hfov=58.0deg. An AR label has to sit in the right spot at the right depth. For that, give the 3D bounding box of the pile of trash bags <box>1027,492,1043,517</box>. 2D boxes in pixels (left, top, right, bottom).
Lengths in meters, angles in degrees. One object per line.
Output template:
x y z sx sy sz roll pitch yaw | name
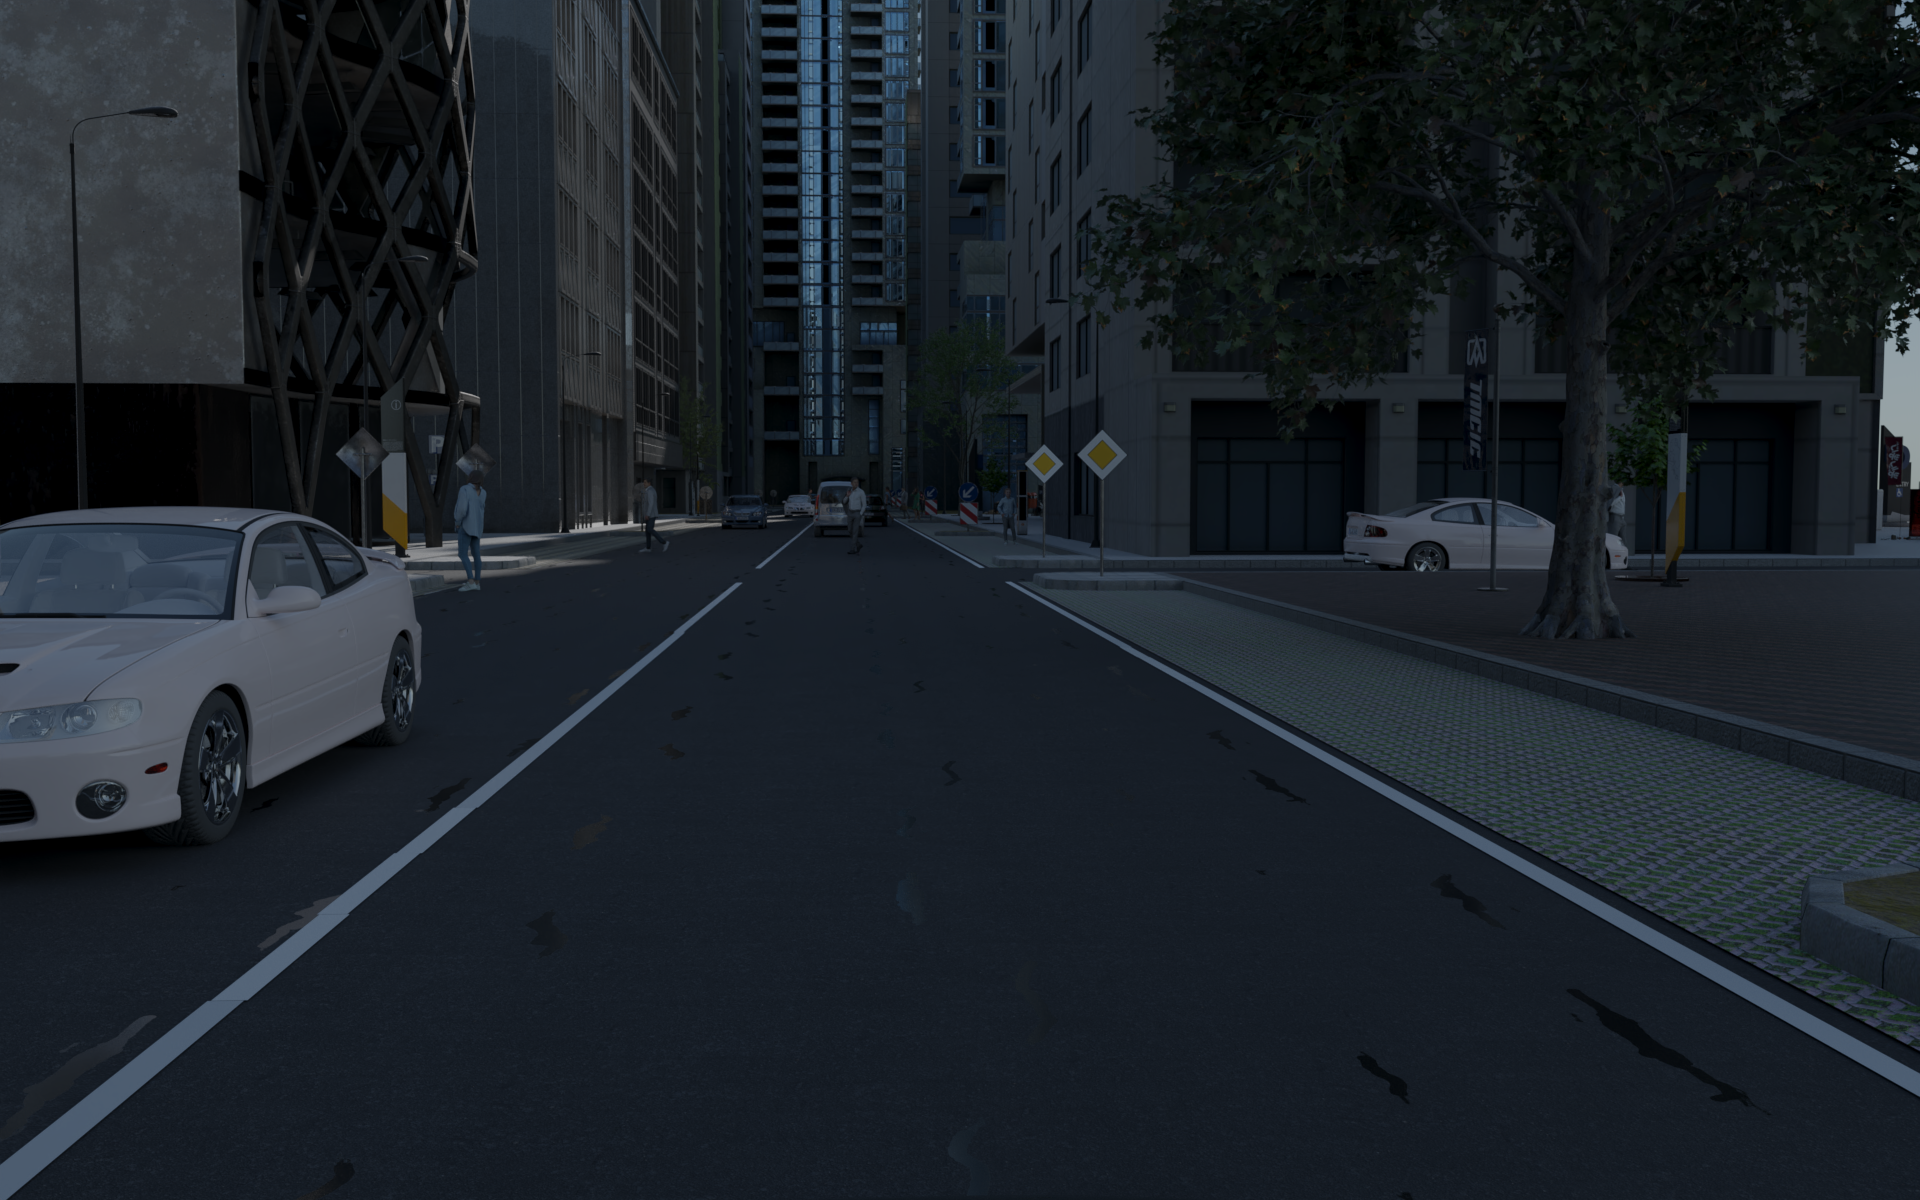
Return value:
4.975 -5.606 101.402 1.912 1.369 3.447 2 4 31 | pile of trash bags

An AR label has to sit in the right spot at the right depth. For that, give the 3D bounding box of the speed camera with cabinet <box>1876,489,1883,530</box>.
31.741 -4.076 60.973 2.038 3.252 0.660 -3 4 -36 | speed camera with cabinet

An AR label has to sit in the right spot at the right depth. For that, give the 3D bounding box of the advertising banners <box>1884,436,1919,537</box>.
28.789 -3.409 51.918 0.090 3.025 2.074 -3 5 -45 | advertising banners

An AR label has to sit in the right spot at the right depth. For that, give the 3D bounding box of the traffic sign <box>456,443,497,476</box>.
-9.533 -1.867 34.161 0.795 2.450 0.064 0 4 -4 | traffic sign

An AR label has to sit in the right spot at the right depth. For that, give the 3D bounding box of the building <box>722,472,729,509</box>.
-34.549 -27.032 133.857 32.217 40.220 23.993 0 4 -4 | building

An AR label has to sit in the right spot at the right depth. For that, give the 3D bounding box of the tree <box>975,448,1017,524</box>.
1.338 -4.854 73.968 1.663 3.219 1.824 0 3 0 | tree

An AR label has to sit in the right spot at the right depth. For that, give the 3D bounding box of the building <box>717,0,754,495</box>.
-35.031 -38.562 172.495 28.212 58.520 21.231 0 4 -4 | building

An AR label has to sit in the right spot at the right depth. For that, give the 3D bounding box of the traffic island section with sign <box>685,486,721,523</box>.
-12.551 -4.728 85.930 1.989 1.847 2.006 0 4 -4 | traffic island section with sign

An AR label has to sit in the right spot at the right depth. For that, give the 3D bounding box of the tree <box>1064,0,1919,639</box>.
5.741 -6.016 15.373 9.611 12.733 9.660 0 3 0 | tree

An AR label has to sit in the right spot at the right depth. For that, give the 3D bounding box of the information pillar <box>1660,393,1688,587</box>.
9.858 -1.985 23.816 0.183 3.616 0.504 0 4 3 | information pillar

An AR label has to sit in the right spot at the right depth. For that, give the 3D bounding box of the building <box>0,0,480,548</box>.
-20.657 -10.655 41.659 16.820 18.784 16.811 0 4 -4 | building

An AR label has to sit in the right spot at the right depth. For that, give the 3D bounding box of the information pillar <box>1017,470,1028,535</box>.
1.932 -3.023 53.916 0.304 2.012 0.304 0 4 -6 | information pillar

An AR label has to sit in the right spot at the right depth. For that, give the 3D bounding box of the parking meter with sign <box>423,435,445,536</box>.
-15.833 -3.412 52.049 0.543 3.016 1.738 -2 4 -27 | parking meter with sign

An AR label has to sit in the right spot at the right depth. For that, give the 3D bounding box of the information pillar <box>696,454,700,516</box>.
-15.320 -6.725 101.301 0.183 3.616 0.504 0 4 -4 | information pillar

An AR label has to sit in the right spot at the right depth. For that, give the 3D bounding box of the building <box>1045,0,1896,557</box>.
13.507 -37.042 43.882 20.611 71.187 20.563 0 4 -4 | building

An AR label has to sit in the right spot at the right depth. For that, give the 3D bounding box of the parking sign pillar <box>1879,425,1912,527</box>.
36.609 -4.852 67.794 1.447 3.967 1.447 -2 4 -25 | parking sign pillar

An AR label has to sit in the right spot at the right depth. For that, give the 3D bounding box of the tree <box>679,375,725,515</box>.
-16.391 -9.544 106.407 4.737 8.622 4.395 0 3 0 | tree

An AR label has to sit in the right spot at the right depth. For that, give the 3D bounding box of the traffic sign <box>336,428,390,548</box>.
-9.021 -1.379 26.192 0.795 2.450 0.064 0 4 -4 | traffic sign

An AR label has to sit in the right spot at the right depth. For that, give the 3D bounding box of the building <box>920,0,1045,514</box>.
8.602 -49.783 126.625 22.319 86.520 31.000 0 4 -4 | building

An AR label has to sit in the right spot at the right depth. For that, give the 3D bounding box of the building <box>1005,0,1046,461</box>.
16.625 -30.000 79.733 28.713 52.752 27.495 0 4 -4 | building

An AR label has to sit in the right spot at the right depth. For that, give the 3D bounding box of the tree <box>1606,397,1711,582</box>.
10.419 -1.903 25.711 1.663 3.219 1.824 0 3 0 | tree

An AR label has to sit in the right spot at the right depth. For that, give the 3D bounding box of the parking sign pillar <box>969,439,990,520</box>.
0.767 -5.902 84.975 1.447 3.967 1.447 -1 4 -13 | parking sign pillar

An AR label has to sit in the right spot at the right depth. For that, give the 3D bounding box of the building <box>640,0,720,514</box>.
-23.500 -26.393 115.121 14.154 41.232 14.086 0 4 -4 | building

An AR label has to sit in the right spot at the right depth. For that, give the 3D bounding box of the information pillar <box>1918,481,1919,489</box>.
55.753 -5.868 100.441 0.304 2.012 0.304 2 4 24 | information pillar

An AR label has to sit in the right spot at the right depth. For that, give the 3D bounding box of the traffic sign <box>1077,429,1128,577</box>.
2.202 -1.422 26.891 0.795 2.450 0.064 0 4 -4 | traffic sign

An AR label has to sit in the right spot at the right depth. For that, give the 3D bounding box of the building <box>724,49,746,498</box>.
-26.728 -28.793 154.356 14.154 41.232 14.086 0 4 -4 | building

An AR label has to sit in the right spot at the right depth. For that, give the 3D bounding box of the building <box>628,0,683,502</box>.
-22.431 -18.014 88.044 14.314 27.812 24.014 0 4 -4 | building

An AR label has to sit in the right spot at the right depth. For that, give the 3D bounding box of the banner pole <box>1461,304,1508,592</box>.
6.975 -2.023 23.085 0.401 3.779 0.863 -2 4 -24 | banner pole

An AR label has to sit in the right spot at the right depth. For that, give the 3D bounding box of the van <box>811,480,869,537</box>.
-4.101 -3.178 58.967 2.013 2.044 4.112 0 4 -3 | van

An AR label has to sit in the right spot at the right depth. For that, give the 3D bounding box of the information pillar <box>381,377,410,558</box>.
-11.360 -2.658 34.807 0.504 3.616 0.183 0 4 6 | information pillar

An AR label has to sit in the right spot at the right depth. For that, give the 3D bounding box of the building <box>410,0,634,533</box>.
-19.751 -15.136 65.504 12.078 24.808 19.932 0 4 -4 | building

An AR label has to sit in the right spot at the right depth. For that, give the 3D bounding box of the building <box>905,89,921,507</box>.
1.344 -30.296 178.940 14.154 41.232 14.086 0 4 -4 | building

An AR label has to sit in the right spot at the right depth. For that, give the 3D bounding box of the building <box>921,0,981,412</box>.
6.931 -37.648 157.545 21.231 58.520 28.212 0 4 -4 | building

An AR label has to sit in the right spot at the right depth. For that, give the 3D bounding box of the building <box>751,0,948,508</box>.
-17.770 -54.430 202.601 31.000 86.520 22.319 0 4 -4 | building

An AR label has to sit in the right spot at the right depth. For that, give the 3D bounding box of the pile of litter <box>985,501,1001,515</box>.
2.081 -5.796 108.722 1.176 0.858 1.719 1 4 16 | pile of litter

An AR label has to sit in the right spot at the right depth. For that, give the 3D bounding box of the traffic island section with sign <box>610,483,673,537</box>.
-10.823 -3.083 59.030 1.989 1.847 2.006 0 4 -4 | traffic island section with sign

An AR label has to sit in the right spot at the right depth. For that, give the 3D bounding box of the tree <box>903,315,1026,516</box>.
0.164 -10.693 100.586 9.928 11.665 9.643 0 3 0 | tree

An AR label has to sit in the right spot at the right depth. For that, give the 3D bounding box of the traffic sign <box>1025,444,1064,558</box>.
1.689 -1.909 34.859 0.795 2.450 0.064 0 4 -4 | traffic sign
